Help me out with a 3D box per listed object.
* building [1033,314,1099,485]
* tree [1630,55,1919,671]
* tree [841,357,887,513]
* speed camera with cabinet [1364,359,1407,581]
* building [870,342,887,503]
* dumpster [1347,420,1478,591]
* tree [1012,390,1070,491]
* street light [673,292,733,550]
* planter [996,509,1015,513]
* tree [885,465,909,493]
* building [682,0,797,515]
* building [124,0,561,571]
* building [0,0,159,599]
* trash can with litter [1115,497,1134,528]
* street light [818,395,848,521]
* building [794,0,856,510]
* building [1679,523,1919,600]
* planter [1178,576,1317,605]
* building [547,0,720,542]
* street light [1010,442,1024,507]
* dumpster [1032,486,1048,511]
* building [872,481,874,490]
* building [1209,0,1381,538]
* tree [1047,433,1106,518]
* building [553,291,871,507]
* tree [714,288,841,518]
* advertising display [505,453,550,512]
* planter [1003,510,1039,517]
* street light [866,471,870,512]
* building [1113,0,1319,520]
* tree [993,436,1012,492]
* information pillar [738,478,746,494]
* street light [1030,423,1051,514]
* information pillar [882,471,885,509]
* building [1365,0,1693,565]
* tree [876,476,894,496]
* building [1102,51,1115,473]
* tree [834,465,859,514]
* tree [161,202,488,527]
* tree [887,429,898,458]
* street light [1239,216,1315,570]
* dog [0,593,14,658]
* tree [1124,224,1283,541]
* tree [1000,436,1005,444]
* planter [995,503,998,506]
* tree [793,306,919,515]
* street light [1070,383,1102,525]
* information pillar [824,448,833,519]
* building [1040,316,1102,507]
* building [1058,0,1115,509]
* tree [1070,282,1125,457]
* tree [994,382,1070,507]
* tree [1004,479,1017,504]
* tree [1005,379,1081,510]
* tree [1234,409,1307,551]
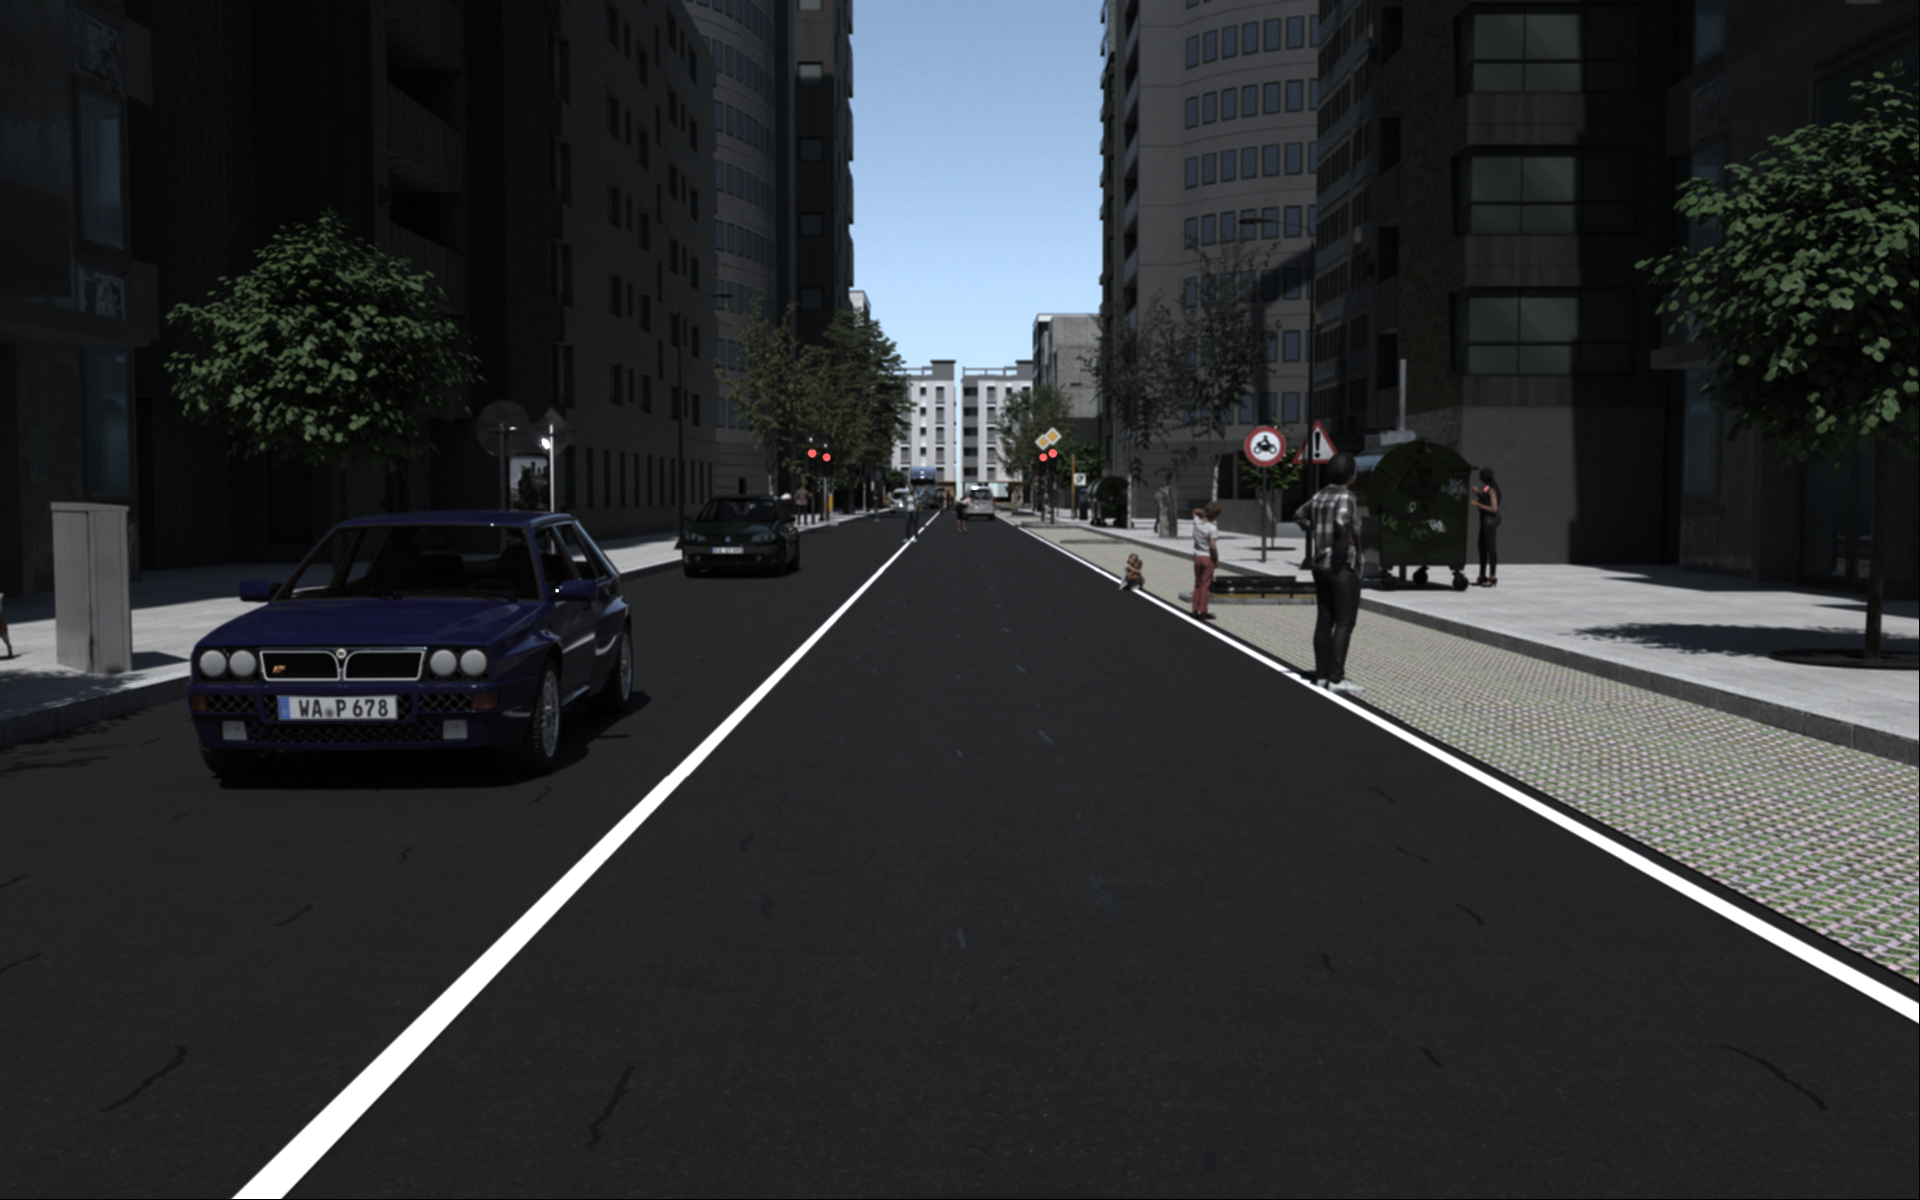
[{"bbox_3d":[22.735,-22.543,212.551,27.936,21.610,32.646,0,3,0],"label":"building"},{"bbox_3d":[6.917,-1.801,13.159,4.285,4.588,4.351,0,3,0],"label":"tree"},{"bbox_3d":[-6.575,-8.643,91.683,4.737,8.622,4.395,0,3,0],"label":"tree"},{"bbox_3d":[6.231,-1.947,26.173,0.660,3.252,2.038,0,4,-7],"label":"speed camera with cabinet"},{"bbox_3d":[-15.709,-22.303,221.080,11.380,20.091,16.016,0,3,0],"label":"building"},{"bbox_3d":[6.063,-1.289,23.565,1.502,2.255,1.985,0,3,0],"label":"dumpster"},{"bbox_3d":[6.223,-10.469,121.524,4.360,8.622,3.978,0,3,0],"label":"tree"},{"bbox_3d":[-5.921,-4.124,39.969,1.470,5.913,1.316,0,3,0],"label":"street light"},{"bbox_3d":[3.779,-6.879,133.614,1.991,0.319,1.994,0,3,0],"label":"planter"},{"bbox_3d":[-7.520,-13.192,199.402,4.285,4.588,4.351,0,3,0],"label":"tree"},{"bbox_3d":[-20.946,-33.854,95.517,21.231,58.520,28.212,0,3,0],"label":"building"},{"bbox_3d":[-16.615,-16.042,33.984,14.160,30.474,14.107,0,3,0],"label":"building"},{"bbox_3d":[-21.496,-23.933,10.912,23.786,49.044,30.456,0,3,0],"label":"building"},{"bbox_3d":[6.298,-3.311,65.516,0.624,1.170,1.055,-1,4,-20],"label":"trash can with litter"},{"bbox_3d":[-5.960,-6.642,81.139,1.470,5.913,1.316,0,3,0],"label":"street light"},{"bbox_3d":[-22.617,-33.658,139.540,28.713,52.752,27.495,0,3,0],"label":"building"},{"bbox_3d":[21.550,-24.163,14.678,23.786,49.044,30.456,0,3,0],"label":"building"},{"bbox_3d":[3.963,-0.124,23.163,1.991,0.319,1.994,0,3,0],"label":"planter"},{"bbox_3d":[-24.173,-12.898,55.915,28.899,21.520,27.650,0,3,0],"label":"building"},{"bbox_3d":[5.150,-11.197,155.609,1.470,5.913,1.316,0,3,0],"label":"street light"},{"bbox_3d":[6.001,-7.533,128.917,1.264,1.857,1.865,0,3,0],"label":"dumpster"},{"bbox_3d":[-26.315,-18.616,246.514,28.070,9.664,9.099,0,3,0],"label":"building"},{"bbox_3d":[25.167,-22.293,56.368,32.217,40.220,23.993,0,3,0],"label":"building"},{"bbox_3d":[6.191,-6.673,92.824,4.285,4.588,4.351,0,3,0],"label":"tree"},{"bbox_3d":[-23.583,-20.070,172.122,27.936,21.610,32.646,0,3,0],"label":"building"},{"bbox_3d":[-6.726,-6.812,61.732,4.737,8.622,4.395,0,3,0],"label":"tree"},{"bbox_3d":[-6.863,-1.359,27.436,0.123,1.923,0.974,2,4,27],"label":"advertising display"},{"bbox_3d":[3.826,-5.204,106.224,1.991,0.319,1.994,0,3,0],"label":"planter"},{"bbox_3d":[-6.053,-9.280,124.264,1.470,5.913,1.316,0,3,0],"label":"street light"},{"bbox_3d":[23.136,-33.650,92.182,28.212,58.520,21.231,0,3,0],"label":"building"},{"bbox_3d":[5.799,-14.123,181.276,4.360,8.622,3.978,0,3,0],"label":"tree"},{"bbox_3d":[-10.007,-4.599,79.689,0.304,2.012,0.304,0,4,6],"label":"information pillar"},{"bbox_3d":[5.230,-8.584,112.881,1.470,5.913,1.316,0,3,0],"label":"street light"},{"bbox_3d":[-6.707,-9.830,152.077,0.183,3.616,0.504,-1,4,-21],"label":"information pillar"},{"bbox_3d":[16.113,-16.255,37.476,14.160,30.474,14.107,0,3,0],"label":"building"},{"bbox_3d":[-7.380,-10.741,170.216,1.663,3.219,1.824,0,3,0],"label":"tree"},{"bbox_3d":[16.476,-21.116,116.950,14.160,30.474,14.107,0,3,0],"label":"building"},{"bbox_3d":[-7.406,-7.309,114.106,1.663,3.219,1.824,0,3,0],"label":"tree"},{"bbox_3d":[-7.017,-2.197,19.629,4.285,4.588,4.351,0,3,0],"label":"tree"},{"bbox_3d":[-6.516,-10.405,120.487,4.737,8.622,4.395,0,3,0],"label":"tree"},{"bbox_3d":[5.361,-3.462,29.140,1.470,5.913,1.316,0,3,0],"label":"street light"},{"bbox_3d":[-7.481,0.213,13.352,0.540,0.507,0.406,3,5,41],"label":"dog"},{"bbox_3d":[6.864,-5.909,46.977,4.360,8.622,3.978,0,3,0],"label":"tree"},{"bbox_3d":[5.727,-11.789,143.118,4.737,8.622,4.395,0,3,0],"label":"tree"},{"bbox_3d":[3.644,-11.520,209.484,1.991,0.319,1.994,0,3,0],"label":"planter"},{"bbox_3d":[-6.195,-11.444,105.238,7.486,12.596,7.792,0,3,0],"label":"tree"},{"bbox_3d":[5.274,-6.111,72.449,1.470,5.913,1.316,0,3,0],"label":"street light"},{"bbox_3d":[-6.632,-5.874,87.401,0.504,3.616,0.183,2,4,29],"label":"information pillar"},{"bbox_3d":[17.535,-19.213,180.586,16.747,18.905,31.486,0,3,0],"label":"building"},{"bbox_3d":[19.987,-50.489,138.159,22.319,86.520,31.000,0,3,0],"label":"building"},{"bbox_3d":[6.225,-6.767,61.001,4.360,8.622,3.978,0,3,0],"label":"tree"},{"bbox_3d":[6.733,-14.361,160.564,9.928,11.665,9.643,0,3,0],"label":"tree"},{"bbox_3d":[6.409,-13.982,223.212,1.663,3.219,1.824,0,3,0],"label":"tree"},{"bbox_3d":[5.597,-9.745,109.685,4.737,8.622,4.395,0,3,0],"label":"tree"},{"bbox_3d":[7.048,-2.753,39.616,1.663,3.219,1.824,0,3,0],"label":"tree"}]
